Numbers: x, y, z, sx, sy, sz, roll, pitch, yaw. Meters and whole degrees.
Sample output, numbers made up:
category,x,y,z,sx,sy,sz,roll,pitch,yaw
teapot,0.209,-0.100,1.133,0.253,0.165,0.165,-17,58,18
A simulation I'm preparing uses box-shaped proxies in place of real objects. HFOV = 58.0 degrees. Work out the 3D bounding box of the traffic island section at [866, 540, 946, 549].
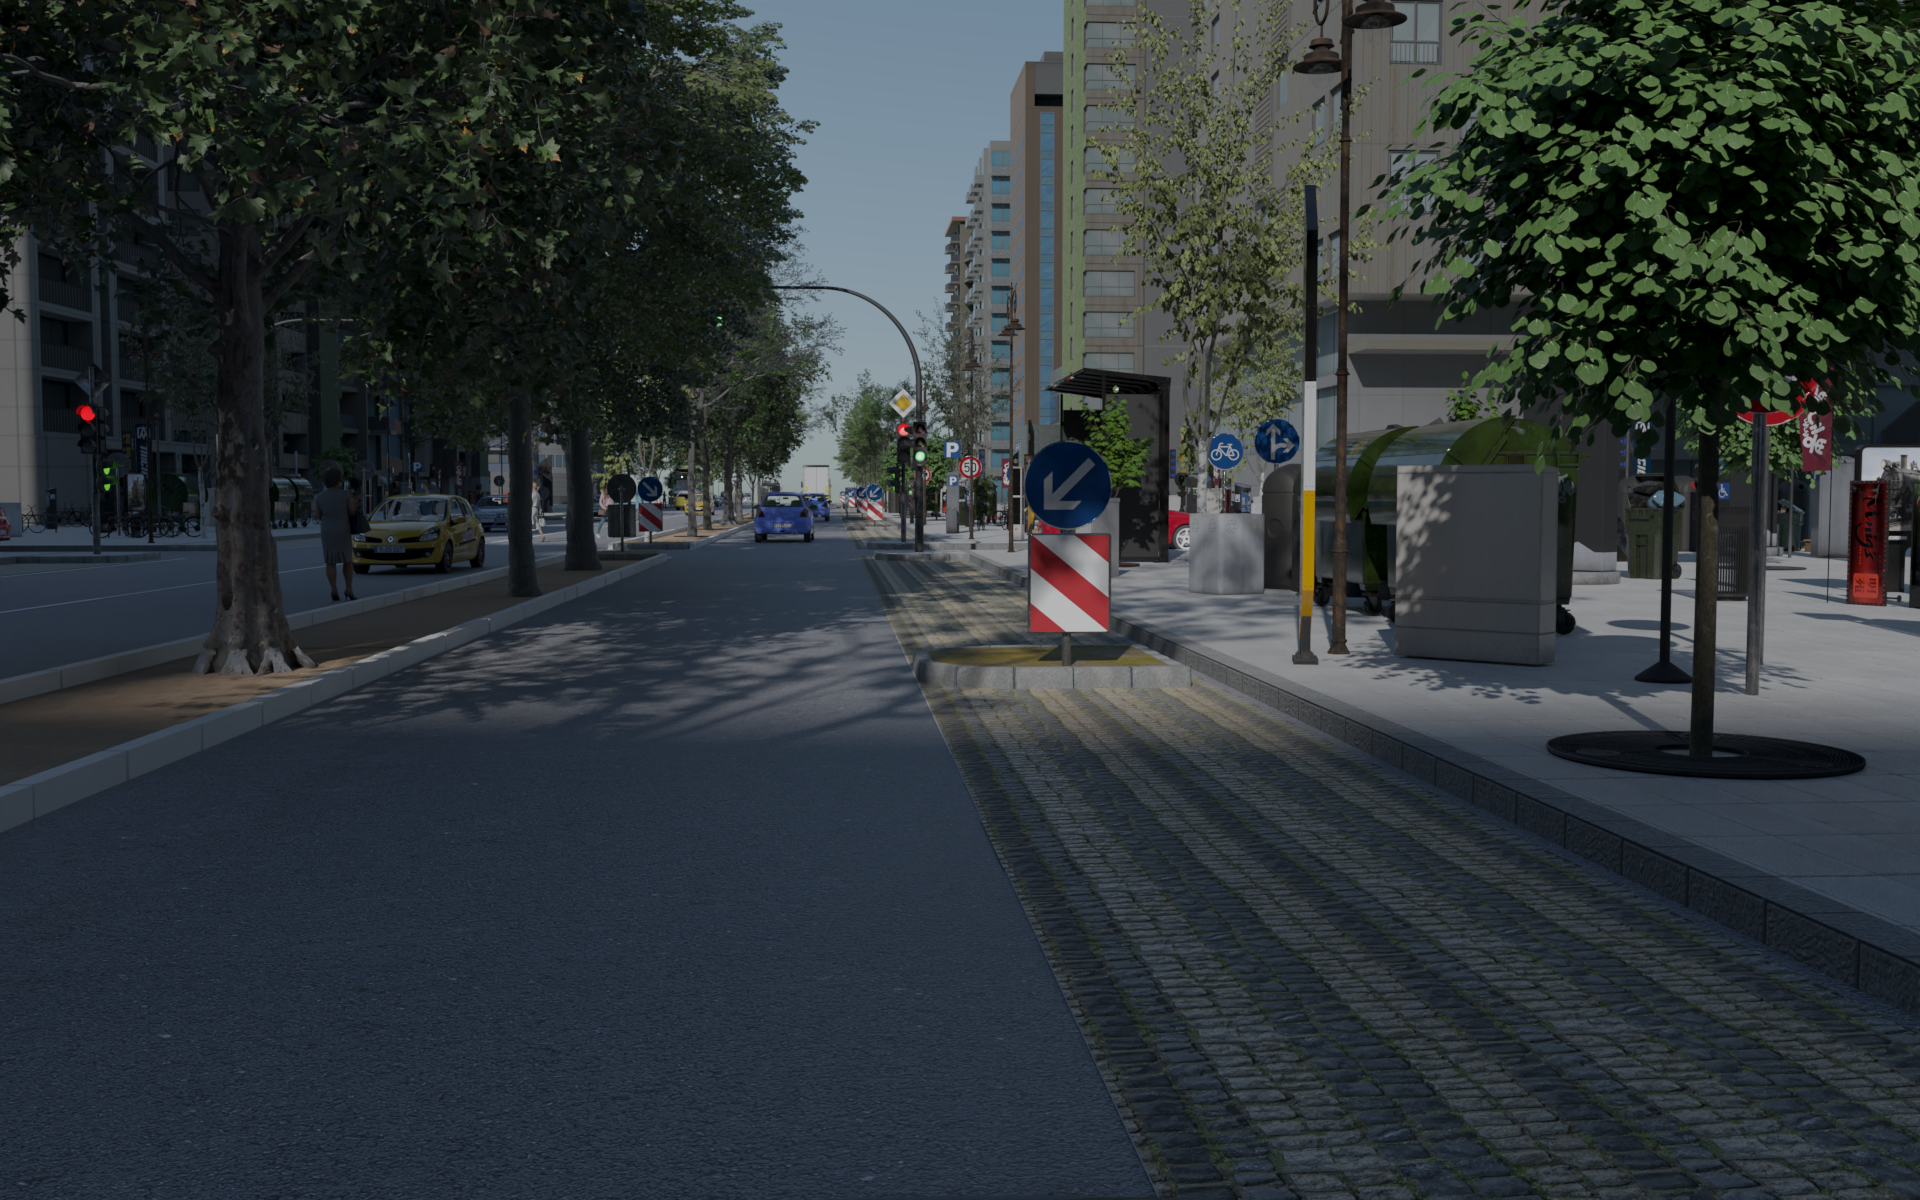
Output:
category,x,y,z,sx,sy,sz,roll,pitch,yaw
traffic island section,-1.484,-1.464,46.224,2.009,0.180,2.903,0,4,-4

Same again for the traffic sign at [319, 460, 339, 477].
category,x,y,z,sx,sy,sz,roll,pitch,yaw
traffic sign,-23.451,-3.932,64.390,0.768,2.556,0.104,0,4,1

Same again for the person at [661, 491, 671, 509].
category,x,y,z,sx,sy,sz,roll,pitch,yaw
person,-28.309,-9.588,165.979,1.217,1.735,0.721,-2,4,-24

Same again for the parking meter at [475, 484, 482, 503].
category,x,y,z,sx,sy,sz,roll,pitch,yaw
parking meter,-26.858,-5.562,96.652,0.255,1.863,0.399,0,4,4

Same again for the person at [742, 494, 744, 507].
category,x,y,z,sx,sy,sz,roll,pitch,yaw
person,-24.175,-11.198,191.678,0.705,1.812,1.348,1,4,11

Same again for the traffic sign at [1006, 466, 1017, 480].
category,x,y,z,sx,sy,sz,roll,pitch,yaw
traffic sign,2.477,-4.807,78.702,0.768,2.556,0.104,0,4,4

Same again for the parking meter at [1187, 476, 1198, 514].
category,x,y,z,sx,sy,sz,roll,pitch,yaw
parking meter,7.701,-3.158,57.339,0.255,1.863,0.399,-1,4,-22

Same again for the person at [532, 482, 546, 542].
category,x,y,z,sx,sy,sz,roll,pitch,yaw
person,-12.603,-2.594,51.262,0.624,1.780,0.694,2,4,28

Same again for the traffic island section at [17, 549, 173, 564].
category,x,y,z,sx,sy,sz,roll,pitch,yaw
traffic island section,-18.428,-0.897,36.953,2.009,0.180,2.903,0,4,-4

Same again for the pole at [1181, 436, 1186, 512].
category,x,y,z,sx,sy,sz,roll,pitch,yaw
pole,7.529,-3.945,58.337,0.158,3.312,0.155,0,3,0

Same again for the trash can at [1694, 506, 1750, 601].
category,x,y,z,sx,sy,sz,roll,pitch,yaw
trash can,9.246,-0.564,20.879,0.748,1.137,0.748,0,3,0

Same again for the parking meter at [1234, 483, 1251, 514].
category,x,y,z,sx,sy,sz,roll,pitch,yaw
parking meter,6.417,-1.891,39.324,0.372,1.533,0.369,0,3,0

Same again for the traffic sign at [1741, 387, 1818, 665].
category,x,y,z,sx,sy,sz,roll,pitch,yaw
traffic sign,5.987,-0.784,12.924,0.768,2.556,0.104,0,4,1

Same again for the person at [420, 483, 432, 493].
category,x,y,z,sx,sy,sz,roll,pitch,yaw
person,-18.741,-3.199,60.828,0.581,1.822,0.654,-1,4,-15

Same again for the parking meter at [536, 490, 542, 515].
category,x,y,z,sx,sy,sz,roll,pitch,yaw
parking meter,-25.256,-5.835,103.808,0.372,1.533,0.369,0,3,0

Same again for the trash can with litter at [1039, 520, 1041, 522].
category,x,y,z,sx,sy,sz,roll,pitch,yaw
trash can with litter,3.264,-3.394,66.878,0.624,1.170,1.055,1,4,12

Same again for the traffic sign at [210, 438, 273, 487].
category,x,y,z,sx,sy,sz,roll,pitch,yaw
traffic sign,-25.818,-4.181,62.229,2.265,3.308,0.079,0,4,3

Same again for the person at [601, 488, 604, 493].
category,x,y,z,sx,sy,sz,roll,pitch,yaw
person,-23.024,-6.245,110.872,0.573,1.790,0.520,-2,4,-28

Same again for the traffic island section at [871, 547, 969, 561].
category,x,y,z,sx,sy,sz,roll,pitch,yaw
traffic island section,-0.886,-0.977,38.261,2.009,0.180,2.903,0,4,-4

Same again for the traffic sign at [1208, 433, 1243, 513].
category,x,y,z,sx,sy,sz,roll,pitch,yaw
traffic sign,5.540,-2.214,36.306,0.768,2.556,0.104,0,4,-1

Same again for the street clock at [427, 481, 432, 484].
category,x,y,z,sx,sy,sz,roll,pitch,yaw
street clock,-29.394,-5.566,95.581,0.358,2.002,0.471,2,4,34

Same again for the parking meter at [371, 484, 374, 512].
category,x,y,z,sx,sy,sz,roll,pitch,yaw
parking meter,-34.142,-5.783,100.268,0.399,1.863,0.255,3,5,43

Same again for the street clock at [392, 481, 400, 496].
category,x,y,z,sx,sy,sz,roll,pitch,yaw
street clock,-32.188,-5.766,98.847,0.471,2.002,0.358,3,5,40

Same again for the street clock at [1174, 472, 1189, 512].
category,x,y,z,sx,sy,sz,roll,pitch,yaw
street clock,7.406,-3.257,57.827,0.471,2.002,0.358,-2,4,-32

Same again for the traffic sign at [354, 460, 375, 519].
category,x,y,z,sx,sy,sz,roll,pitch,yaw
traffic sign,-22.412,-3.983,65.220,0.768,2.556,0.104,0,4,-1

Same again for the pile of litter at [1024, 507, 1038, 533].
category,x,y,z,sx,sy,sz,roll,pitch,yaw
pile of litter,2.541,-2.661,57.470,1.176,0.858,1.719,3,4,39

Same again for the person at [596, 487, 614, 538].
category,x,y,z,sx,sy,sz,roll,pitch,yaw
person,-11.578,-2.899,56.493,0.643,1.750,0.593,3,5,45

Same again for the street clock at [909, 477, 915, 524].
category,x,y,z,sx,sy,sz,roll,pitch,yaw
street clock,-2.085,-4.315,75.128,0.358,2.002,0.471,0,4,-4

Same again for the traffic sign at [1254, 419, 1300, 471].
category,x,y,z,sx,sy,sz,roll,pitch,yaw
traffic sign,5.371,-1.794,29.431,0.768,2.556,0.104,0,4,5

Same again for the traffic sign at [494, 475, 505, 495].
category,x,y,z,sx,sy,sz,roll,pitch,yaw
traffic sign,-31.372,-7.206,117.928,0.768,2.556,0.104,0,4,1

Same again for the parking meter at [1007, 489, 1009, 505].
category,x,y,z,sx,sy,sz,roll,pitch,yaw
parking meter,3.054,-6.018,104.097,0.399,1.863,0.255,1,4,8

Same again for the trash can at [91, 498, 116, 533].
category,x,y,z,sx,sy,sz,roll,pitch,yaw
trash can,-28.241,-2.783,57.163,0.748,1.137,0.748,0,3,0

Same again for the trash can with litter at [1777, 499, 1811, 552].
category,x,y,z,sx,sy,sz,roll,pitch,yaw
trash can with litter,18.755,-1.665,38.609,1.055,1.170,0.624,3,5,44

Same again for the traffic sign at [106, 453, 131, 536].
category,x,y,z,sx,sy,sz,roll,pitch,yaw
traffic sign,-25.879,-3.250,53.244,0.768,2.556,0.104,0,4,-3

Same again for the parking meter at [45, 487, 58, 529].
category,x,y,z,sx,sy,sz,roll,pitch,yaw
parking meter,-33.127,-3.347,63.142,0.372,1.533,0.369,0,3,0

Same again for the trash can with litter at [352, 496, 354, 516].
category,x,y,z,sx,sy,sz,roll,pitch,yaw
trash can with litter,-31.222,-4.710,88.065,1.678,1.210,2.233,0,4,2

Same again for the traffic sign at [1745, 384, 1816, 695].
category,x,y,z,sx,sy,sz,roll,pitch,yaw
traffic sign,5.063,-0.666,10.993,0.768,2.556,0.104,0,4,4

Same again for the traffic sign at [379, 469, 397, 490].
category,x,y,z,sx,sy,sz,roll,pitch,yaw
traffic sign,-25.365,-4.625,76.808,0.795,2.450,0.064,0,4,0

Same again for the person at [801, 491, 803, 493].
category,x,y,z,sx,sy,sz,roll,pitch,yaw
person,-14.751,-9.313,161.700,0.436,1.711,0.756,-3,5,-40

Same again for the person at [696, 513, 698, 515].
category,x,y,z,sx,sy,sz,roll,pitch,yaw
person,-18.220,-6.624,118.617,0.589,1.601,0.330,1,4,15

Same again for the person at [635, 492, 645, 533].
category,x,y,z,sx,sy,sz,roll,pitch,yaw
person,-11.840,-3.383,63.676,0.748,1.841,0.638,0,4,-3

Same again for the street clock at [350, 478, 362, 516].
category,x,y,z,sx,sy,sz,roll,pitch,yaw
street clock,-26.700,-4.406,76.604,0.471,2.002,0.358,1,4,22

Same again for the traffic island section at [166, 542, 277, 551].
category,x,y,z,sx,sy,sz,roll,pitch,yaw
traffic island section,-19.026,-1.384,44.916,2.009,0.180,2.903,0,4,-4

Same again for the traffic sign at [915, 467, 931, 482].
category,x,y,z,sx,sy,sz,roll,pitch,yaw
traffic sign,-1.713,-4.893,80.099,0.768,2.556,0.104,0,4,-1

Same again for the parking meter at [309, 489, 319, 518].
category,x,y,z,sx,sy,sz,roll,pitch,yaw
parking meter,-32.452,-4.820,87.222,0.372,1.533,0.369,0,3,0

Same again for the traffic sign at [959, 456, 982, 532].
category,x,y,z,sx,sy,sz,roll,pitch,yaw
traffic sign,0.340,-3.536,57.913,0.768,2.556,0.104,0,4,0

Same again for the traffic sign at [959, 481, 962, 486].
category,x,y,z,sx,sy,sz,roll,pitch,yaw
traffic sign,0.133,-6.893,112.703,0.884,2.594,0.081,0,4,4

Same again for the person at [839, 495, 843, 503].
category,x,y,z,sx,sy,sz,roll,pitch,yaw
person,-18.217,-15.952,269.274,1.348,1.831,0.705,2,4,34

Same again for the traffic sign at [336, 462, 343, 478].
category,x,y,z,sx,sy,sz,roll,pitch,yaw
traffic sign,-24.561,-4.147,67.909,0.768,2.556,0.104,0,4,0

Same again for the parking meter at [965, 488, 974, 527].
category,x,y,z,sx,sy,sz,roll,pitch,yaw
parking meter,0.377,-3.636,67.860,0.372,1.533,0.369,0,3,0

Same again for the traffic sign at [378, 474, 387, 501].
category,x,y,z,sx,sy,sz,roll,pitch,yaw
traffic sign,-29.133,-5.225,87.563,0.606,2.300,0.079,0,4,4

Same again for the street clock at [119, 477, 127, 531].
category,x,y,z,sx,sy,sz,roll,pitch,yaw
street clock,-29.062,-3.405,60.241,0.471,2.002,0.358,-2,4,-34
